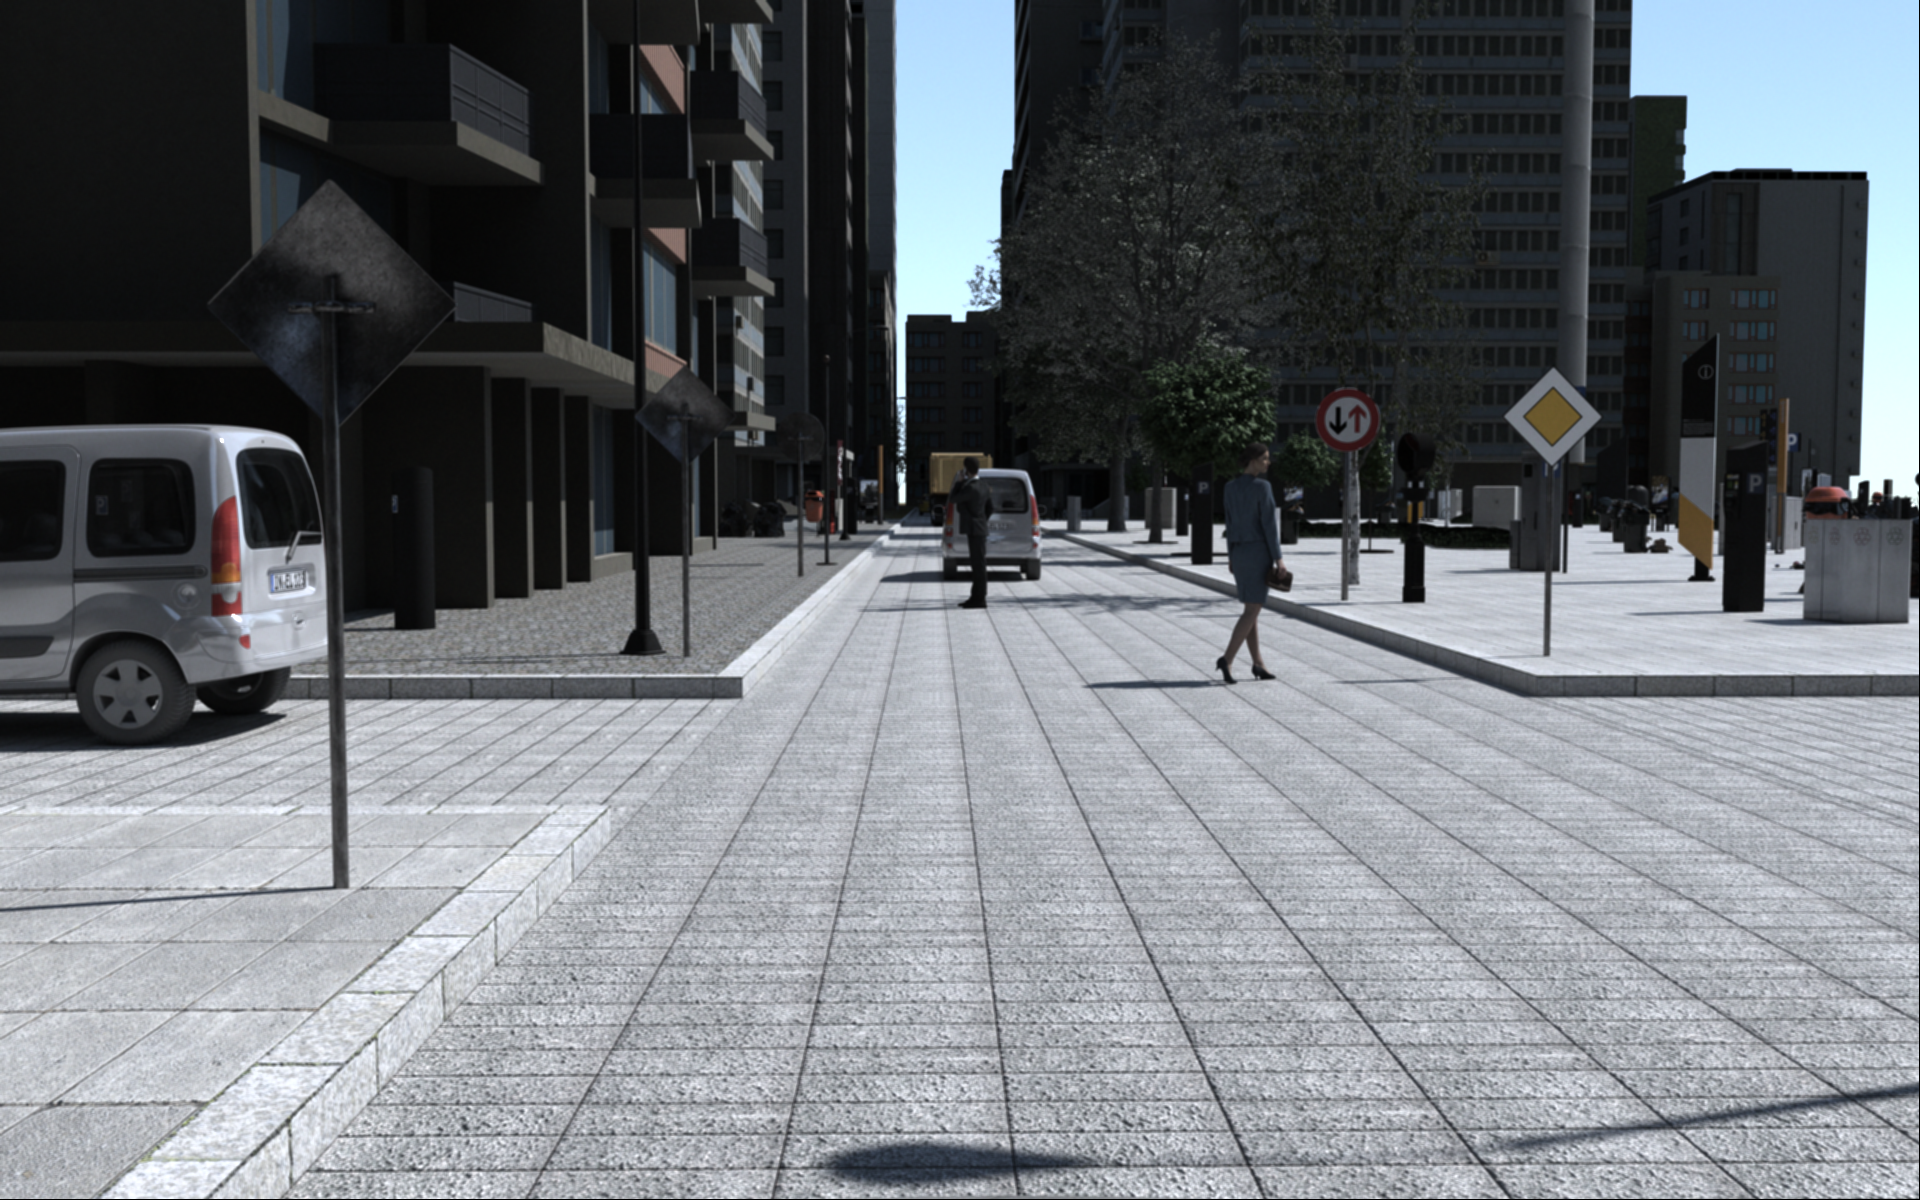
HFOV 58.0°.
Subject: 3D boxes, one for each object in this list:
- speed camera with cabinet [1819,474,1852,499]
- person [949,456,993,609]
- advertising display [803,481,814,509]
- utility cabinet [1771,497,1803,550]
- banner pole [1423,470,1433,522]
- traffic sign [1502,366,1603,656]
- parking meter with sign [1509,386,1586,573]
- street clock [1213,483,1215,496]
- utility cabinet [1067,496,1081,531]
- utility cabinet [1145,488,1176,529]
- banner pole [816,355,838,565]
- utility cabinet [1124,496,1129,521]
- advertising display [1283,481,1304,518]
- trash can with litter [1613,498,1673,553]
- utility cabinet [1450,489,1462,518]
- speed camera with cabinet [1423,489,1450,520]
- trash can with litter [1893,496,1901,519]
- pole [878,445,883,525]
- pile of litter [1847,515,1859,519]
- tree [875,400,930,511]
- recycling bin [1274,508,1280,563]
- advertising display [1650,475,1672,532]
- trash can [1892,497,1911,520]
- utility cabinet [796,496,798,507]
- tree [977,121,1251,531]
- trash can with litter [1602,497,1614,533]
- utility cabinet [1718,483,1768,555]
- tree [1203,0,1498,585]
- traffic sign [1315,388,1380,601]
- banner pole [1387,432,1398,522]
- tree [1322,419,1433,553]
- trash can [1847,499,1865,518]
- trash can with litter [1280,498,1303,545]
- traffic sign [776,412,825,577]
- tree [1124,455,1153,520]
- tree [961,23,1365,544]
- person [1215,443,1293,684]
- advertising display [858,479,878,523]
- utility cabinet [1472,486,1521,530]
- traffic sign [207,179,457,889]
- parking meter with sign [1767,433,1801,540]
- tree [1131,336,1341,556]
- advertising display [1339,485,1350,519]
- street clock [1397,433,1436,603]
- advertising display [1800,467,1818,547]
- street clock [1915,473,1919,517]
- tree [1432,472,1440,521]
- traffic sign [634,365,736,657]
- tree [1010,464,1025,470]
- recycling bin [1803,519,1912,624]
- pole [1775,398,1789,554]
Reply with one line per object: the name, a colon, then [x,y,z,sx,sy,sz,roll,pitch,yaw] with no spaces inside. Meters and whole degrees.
speed camera with cabinet: [39.877,-5.194,79.259,0.660,3.252,2.038,-1,4,-12]
person: [0.132,-0.850,21.758,0.474,1.900,0.648,1,4,14]
advertising display: [-7.673,-4.971,86.494,0.974,1.923,0.123,3,5,40]
utility cabinet: [19.136,-1.769,40.084,1.020,1.237,0.306,-3,5,-42]
banner pole: [21.513,-5.523,80.325,0.863,3.779,0.401,1,4,10]
traffic sign: [4.646,-0.613,13.660,0.795,2.450,0.064,0,4,-1]
parking meter with sign: [9.702,-1.993,28.841,0.543,3.016,1.738,-1,4,-8]
street clock: [11.524,-4.581,79.476,0.358,2.002,0.471,1,4,20]
utility cabinet: [3.964,-2.990,60.043,0.306,1.237,1.020,1,4,15]
utility cabinet: [7.296,-3.322,62.989,1.173,1.500,0.318,3,5,39]
banner pole: [-2.426,-2.540,31.542,0.401,3.779,0.863,0,4,-4]
utility cabinet: [7.789,-4.407,83.212,0.306,1.237,1.020,2,4,30]
advertising display: [15.936,-4.746,82.817,0.974,1.923,0.123,0,4,0]
trash can with litter: [14.979,-1.618,37.843,1.055,1.170,0.624,0,3,0]
utility cabinet: [22.404,-4.251,78.189,0.318,1.500,1.173,2,4,27]
speed camera with cabinet: [23.787,-5.604,85.959,2.038,3.252,0.660,0,4,-4]
trash can with litter: [35.250,-3.332,65.529,1.678,1.210,2.233,3,5,39]
pole: [-3.331,-4.808,72.456,0.158,3.312,0.155,0,3,0]
pile of litter: [17.733,-1.233,34.123,1.719,0.858,1.176,1,4,18]
tree: [-4.651,-11.222,133.846,4.737,8.622,4.395,0,3,0]
recycling bin: [5.473,-1.201,32.186,0.722,1.027,0.722,3,4,38]
advertising display: [24.023,-3.313,59.373,0.123,1.923,0.974,-1,4,-13]
trash can: [39.424,-3.721,72.493,0.748,1.137,0.748,0,3,0]
utility cabinet: [-7.777,-4.682,87.709,1.020,1.237,0.306,1,4,20]
tree: [5.350,-9.371,59.875,9.857,13.997,8.962,0,3,0]
trash can with litter: [17.771,-2.115,45.962,1.055,1.170,0.624,0,4,-8]
utility cabinet: [16.422,-1.689,36.288,1.173,1.500,0.318,-2,4,-30]
tree: [5.514,-4.510,24.097,4.360,8.622,3.978,0,3,0]
traffic sign: [4.642,-1.267,20.824,0.768,2.556,0.104,0,4,4]
banner pole: [17.416,-4.887,69.916,0.401,3.779,0.863,1,4,23]
tree: [9.048,-2.652,37.966,1.663,3.219,1.824,0,3,0]
trash can: [27.152,-2.513,52.747,0.748,1.137,0.748,0,3,0]
trash can with litter: [8.156,-1.999,44.077,1.055,1.170,0.624,0,4,-7]
traffic sign: [-2.481,-1.638,26.892,0.768,2.556,0.104,0,4,7]
tree: [8.781,-5.615,86.413,1.663,3.219,1.824,0,3,0]
tree: [5.226,-8.217,44.720,12.009,13.543,11.850,0,3,0]
person: [2.183,-0.286,13.208,0.654,1.822,0.581,-1,4,-22]
advertising display: [-3.966,-4.309,75.663,0.974,1.923,0.123,-2,4,-28]
utility cabinet: [14.916,-2.423,48.294,1.173,1.500,0.318,2,4,35]
traffic sign: [-2.015,-0.119,5.583,0.795,2.450,0.064,0,4,-1]
parking meter with sign: [22.866,-3.226,49.012,1.738,3.016,0.543,-1,4,-19]
tree: [5.192,-3.215,36.287,4.285,4.588,4.351,0,3,0]
advertising display: [19.887,-5.111,88.778,0.974,1.923,0.123,3,5,41]
street clock: [5.381,-0.973,20.480,0.358,2.002,0.471,-1,4,-19]
advertising display: [20.616,-2.256,42.099,0.123,1.923,0.974,1,4,11]
street clock: [31.352,-3.168,56.361,0.471,2.002,0.358,0,4,1]
tree: [21.901,-5.328,81.712,1.663,3.219,1.824,0,3,0]
traffic sign: [-2.147,-0.607,13.567,0.795,2.450,0.064,0,4,-1]
tree: [3.634,-7.084,110.431,1.663,3.219,1.824,0,3,0]
recycling bin: [9.047,-0.301,17.476,0.722,1.027,0.722,0,4,-5]
pole: [17.576,-2.641,37.031,0.158,3.312,0.155,0,3,0]
